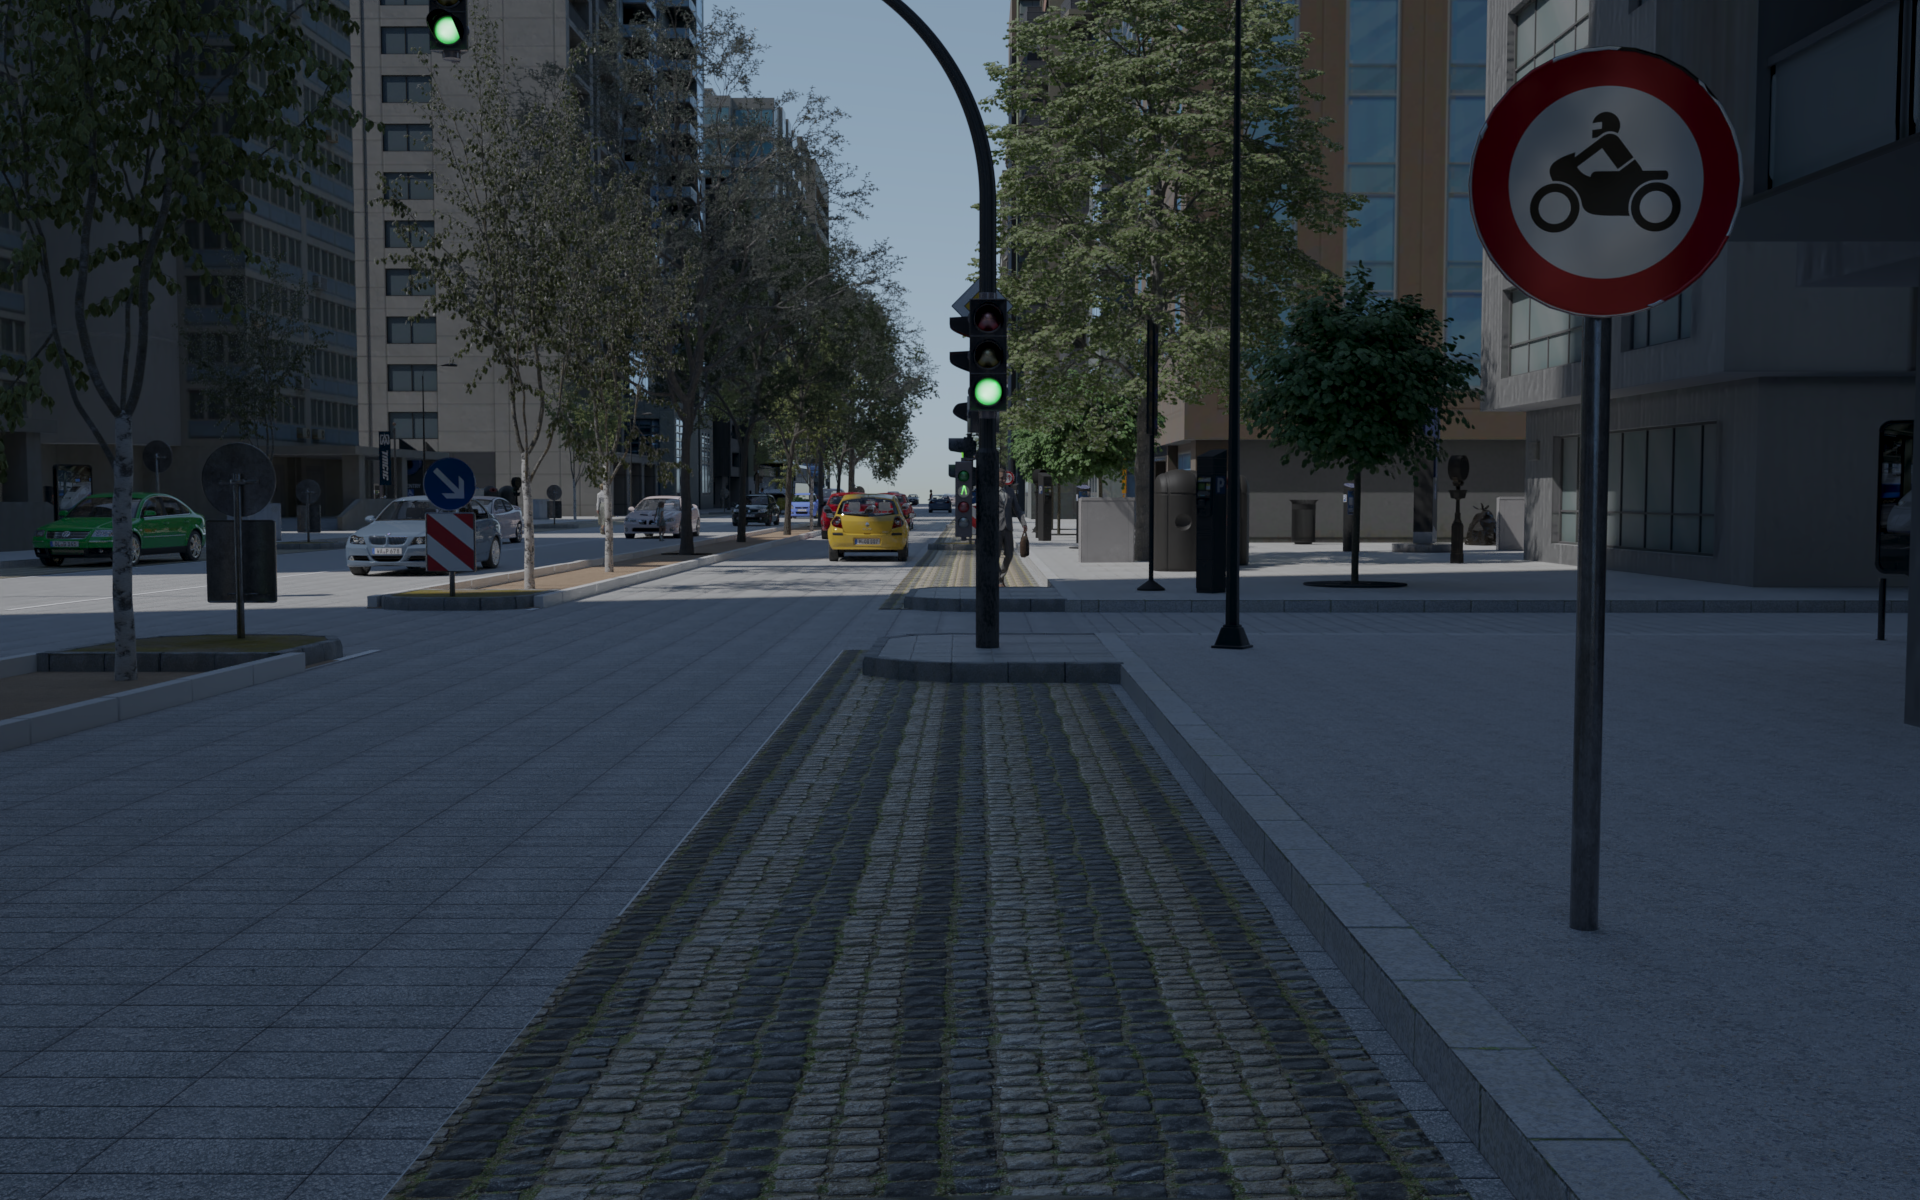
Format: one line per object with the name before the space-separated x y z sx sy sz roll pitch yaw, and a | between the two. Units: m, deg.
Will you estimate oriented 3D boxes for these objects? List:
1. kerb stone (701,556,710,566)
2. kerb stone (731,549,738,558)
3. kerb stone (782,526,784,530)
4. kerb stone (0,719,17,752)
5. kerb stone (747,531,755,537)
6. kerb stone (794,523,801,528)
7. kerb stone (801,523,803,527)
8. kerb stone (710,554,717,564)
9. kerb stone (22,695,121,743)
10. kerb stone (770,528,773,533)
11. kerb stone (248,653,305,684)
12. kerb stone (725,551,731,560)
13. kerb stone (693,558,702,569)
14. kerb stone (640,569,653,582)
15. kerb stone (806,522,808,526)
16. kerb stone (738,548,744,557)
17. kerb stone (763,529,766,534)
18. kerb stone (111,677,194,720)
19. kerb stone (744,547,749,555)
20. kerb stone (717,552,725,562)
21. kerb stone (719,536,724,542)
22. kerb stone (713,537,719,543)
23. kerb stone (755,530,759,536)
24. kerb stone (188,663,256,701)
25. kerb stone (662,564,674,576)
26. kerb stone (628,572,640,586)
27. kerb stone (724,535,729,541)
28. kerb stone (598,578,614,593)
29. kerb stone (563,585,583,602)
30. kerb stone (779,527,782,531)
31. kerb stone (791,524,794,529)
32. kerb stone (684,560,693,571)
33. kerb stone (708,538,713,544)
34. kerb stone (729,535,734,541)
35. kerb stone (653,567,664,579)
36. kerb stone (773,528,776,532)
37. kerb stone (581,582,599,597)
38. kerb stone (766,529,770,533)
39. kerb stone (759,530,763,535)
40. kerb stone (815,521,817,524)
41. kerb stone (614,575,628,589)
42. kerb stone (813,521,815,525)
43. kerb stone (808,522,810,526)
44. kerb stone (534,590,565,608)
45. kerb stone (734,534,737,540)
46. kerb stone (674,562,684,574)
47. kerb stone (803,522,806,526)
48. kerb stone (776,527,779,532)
kerb stone | -5.177 -0.754 34.540 0.120 0.150 1.000 0 4 0
kerb stone | -5.143 -1.006 38.647 0.120 0.150 1.000 0 4 0
kerb stone | -7.010 -2.759 67.345 0.120 0.150 1.000 0 4 0
kerb stone | -5.392 0.786 9.417 0.120 0.150 1.000 0 4 0
kerb stone | -7.089 -2.198 58.140 0.120 0.150 1.000 0 4 0
kerb stone | -6.957 -3.137 73.488 0.120 0.150 1.000 0 4 0
kerb stone | -6.954 -3.200 74.517 0.120 0.150 1.000 0 4 0
kerb stone | -5.172 -0.817 35.561 0.120 0.150 1.000 0 4 0
kerb stone | -5.384 0.722 10.440 0.120 0.150 1.000 0 4 0
kerb stone | -7.039 -2.511 63.254 0.120 0.150 1.000 0 4 0
kerb stone | -5.361 0.531 13.514 0.120 0.150 1.000 0 4 0
kerb stone | -5.153 -0.941 37.617 0.120 0.150 1.000 0 4 0
kerb stone | -5.188 -0.687 33.510 0.120 0.150 1.000 0 4 0
kerb stone | -5.236 -0.379 28.394 0.120 0.150 1.000 0 4 0
kerb stone | -6.931 -3.326 76.572 0.120 0.150 1.000 0 4 0
kerb stone | -5.138 -1.068 39.671 0.120 0.150 1.000 0 4 0
kerb stone | -7.057 -2.384 61.210 0.120 0.150 1.000 0 4 0
kerb stone | -5.370 0.656 11.463 0.120 0.150 1.000 0 4 0
kerb stone | -5.136 -1.131 40.701 0.120 0.150 1.000 0 4 0
kerb stone | -5.160 -0.877 36.590 0.120 0.150 1.000 0 4 0
kerb stone | -7.146 -1.759 50.966 0.120 0.150 1.000 0 4 0
kerb stone | -7.159 -1.696 49.929 0.120 0.150 1.000 0 4 0
kerb stone | -7.074 -2.260 59.162 0.120 0.150 1.000 0 4 0
kerb stone | -5.367 0.594 12.488 0.120 0.150 1.000 0 4 0
kerb stone | -5.213 -0.504 30.437 0.120 0.150 1.000 0 4 0
kerb stone | -5.247 -0.315 27.372 0.120 0.150 1.000 0 4 0
kerb stone | -7.127 -1.818 51.988 0.120 0.150 1.000 0 4 0
kerb stone | -5.258 -0.192 25.328 0.120 0.150 1.000 0 4 0
kerb stone | -5.280 -0.066 23.277 0.120 0.150 1.000 0 4 0
kerb stone | -7.020 -2.698 66.323 0.120 0.150 1.000 0 4 0
kerb stone | -6.983 -2.949 70.422 0.120 0.150 1.000 0 4 0
kerb stone | -5.196 -0.629 32.487 0.120 0.150 1.000 0 4 0
kerb stone | -7.169 -1.634 48.904 0.120 0.150 1.000 0 4 0
kerb stone | -7.122 -1.883 53.014 0.120 0.150 1.000 0 4 0
kerb stone | -5.224 -0.438 29.416 0.120 0.150 1.000 0 4 0
kerb stone | -7.041 -2.572 64.276 0.120 0.150 1.000 0 4 0
kerb stone | -5.274 -0.126 24.300 0.120 0.150 1.000 0 4 0
kerb stone | -7.050 -2.449 62.232 0.120 0.150 1.000 0 4 0
kerb stone | -7.068 -2.324 60.188 0.120 0.150 1.000 0 4 0
kerb stone | -6.902 -3.577 80.703 0.120 0.150 1.000 0 4 0
kerb stone | -5.253 -0.254 26.350 0.120 0.150 1.000 0 4 0
kerb stone | -6.900 -3.508 79.681 0.120 0.150 1.000 0 4 0
kerb stone | -6.921 -3.382 77.613 0.120 0.150 1.000 0 4 0
kerb stone | -5.289 -0.003 22.255 0.120 0.150 1.000 0 4 0
kerb stone | -7.119 -1.947 54.036 0.120 0.150 1.000 0 4 0
kerb stone | -5.204 -0.567 31.464 0.120 0.150 1.000 0 4 0
kerb stone | -6.941 -3.263 75.539 0.120 0.150 1.000 0 4 0
kerb stone | -7.020 -2.636 65.297 0.120 0.150 1.000 0 4 0
